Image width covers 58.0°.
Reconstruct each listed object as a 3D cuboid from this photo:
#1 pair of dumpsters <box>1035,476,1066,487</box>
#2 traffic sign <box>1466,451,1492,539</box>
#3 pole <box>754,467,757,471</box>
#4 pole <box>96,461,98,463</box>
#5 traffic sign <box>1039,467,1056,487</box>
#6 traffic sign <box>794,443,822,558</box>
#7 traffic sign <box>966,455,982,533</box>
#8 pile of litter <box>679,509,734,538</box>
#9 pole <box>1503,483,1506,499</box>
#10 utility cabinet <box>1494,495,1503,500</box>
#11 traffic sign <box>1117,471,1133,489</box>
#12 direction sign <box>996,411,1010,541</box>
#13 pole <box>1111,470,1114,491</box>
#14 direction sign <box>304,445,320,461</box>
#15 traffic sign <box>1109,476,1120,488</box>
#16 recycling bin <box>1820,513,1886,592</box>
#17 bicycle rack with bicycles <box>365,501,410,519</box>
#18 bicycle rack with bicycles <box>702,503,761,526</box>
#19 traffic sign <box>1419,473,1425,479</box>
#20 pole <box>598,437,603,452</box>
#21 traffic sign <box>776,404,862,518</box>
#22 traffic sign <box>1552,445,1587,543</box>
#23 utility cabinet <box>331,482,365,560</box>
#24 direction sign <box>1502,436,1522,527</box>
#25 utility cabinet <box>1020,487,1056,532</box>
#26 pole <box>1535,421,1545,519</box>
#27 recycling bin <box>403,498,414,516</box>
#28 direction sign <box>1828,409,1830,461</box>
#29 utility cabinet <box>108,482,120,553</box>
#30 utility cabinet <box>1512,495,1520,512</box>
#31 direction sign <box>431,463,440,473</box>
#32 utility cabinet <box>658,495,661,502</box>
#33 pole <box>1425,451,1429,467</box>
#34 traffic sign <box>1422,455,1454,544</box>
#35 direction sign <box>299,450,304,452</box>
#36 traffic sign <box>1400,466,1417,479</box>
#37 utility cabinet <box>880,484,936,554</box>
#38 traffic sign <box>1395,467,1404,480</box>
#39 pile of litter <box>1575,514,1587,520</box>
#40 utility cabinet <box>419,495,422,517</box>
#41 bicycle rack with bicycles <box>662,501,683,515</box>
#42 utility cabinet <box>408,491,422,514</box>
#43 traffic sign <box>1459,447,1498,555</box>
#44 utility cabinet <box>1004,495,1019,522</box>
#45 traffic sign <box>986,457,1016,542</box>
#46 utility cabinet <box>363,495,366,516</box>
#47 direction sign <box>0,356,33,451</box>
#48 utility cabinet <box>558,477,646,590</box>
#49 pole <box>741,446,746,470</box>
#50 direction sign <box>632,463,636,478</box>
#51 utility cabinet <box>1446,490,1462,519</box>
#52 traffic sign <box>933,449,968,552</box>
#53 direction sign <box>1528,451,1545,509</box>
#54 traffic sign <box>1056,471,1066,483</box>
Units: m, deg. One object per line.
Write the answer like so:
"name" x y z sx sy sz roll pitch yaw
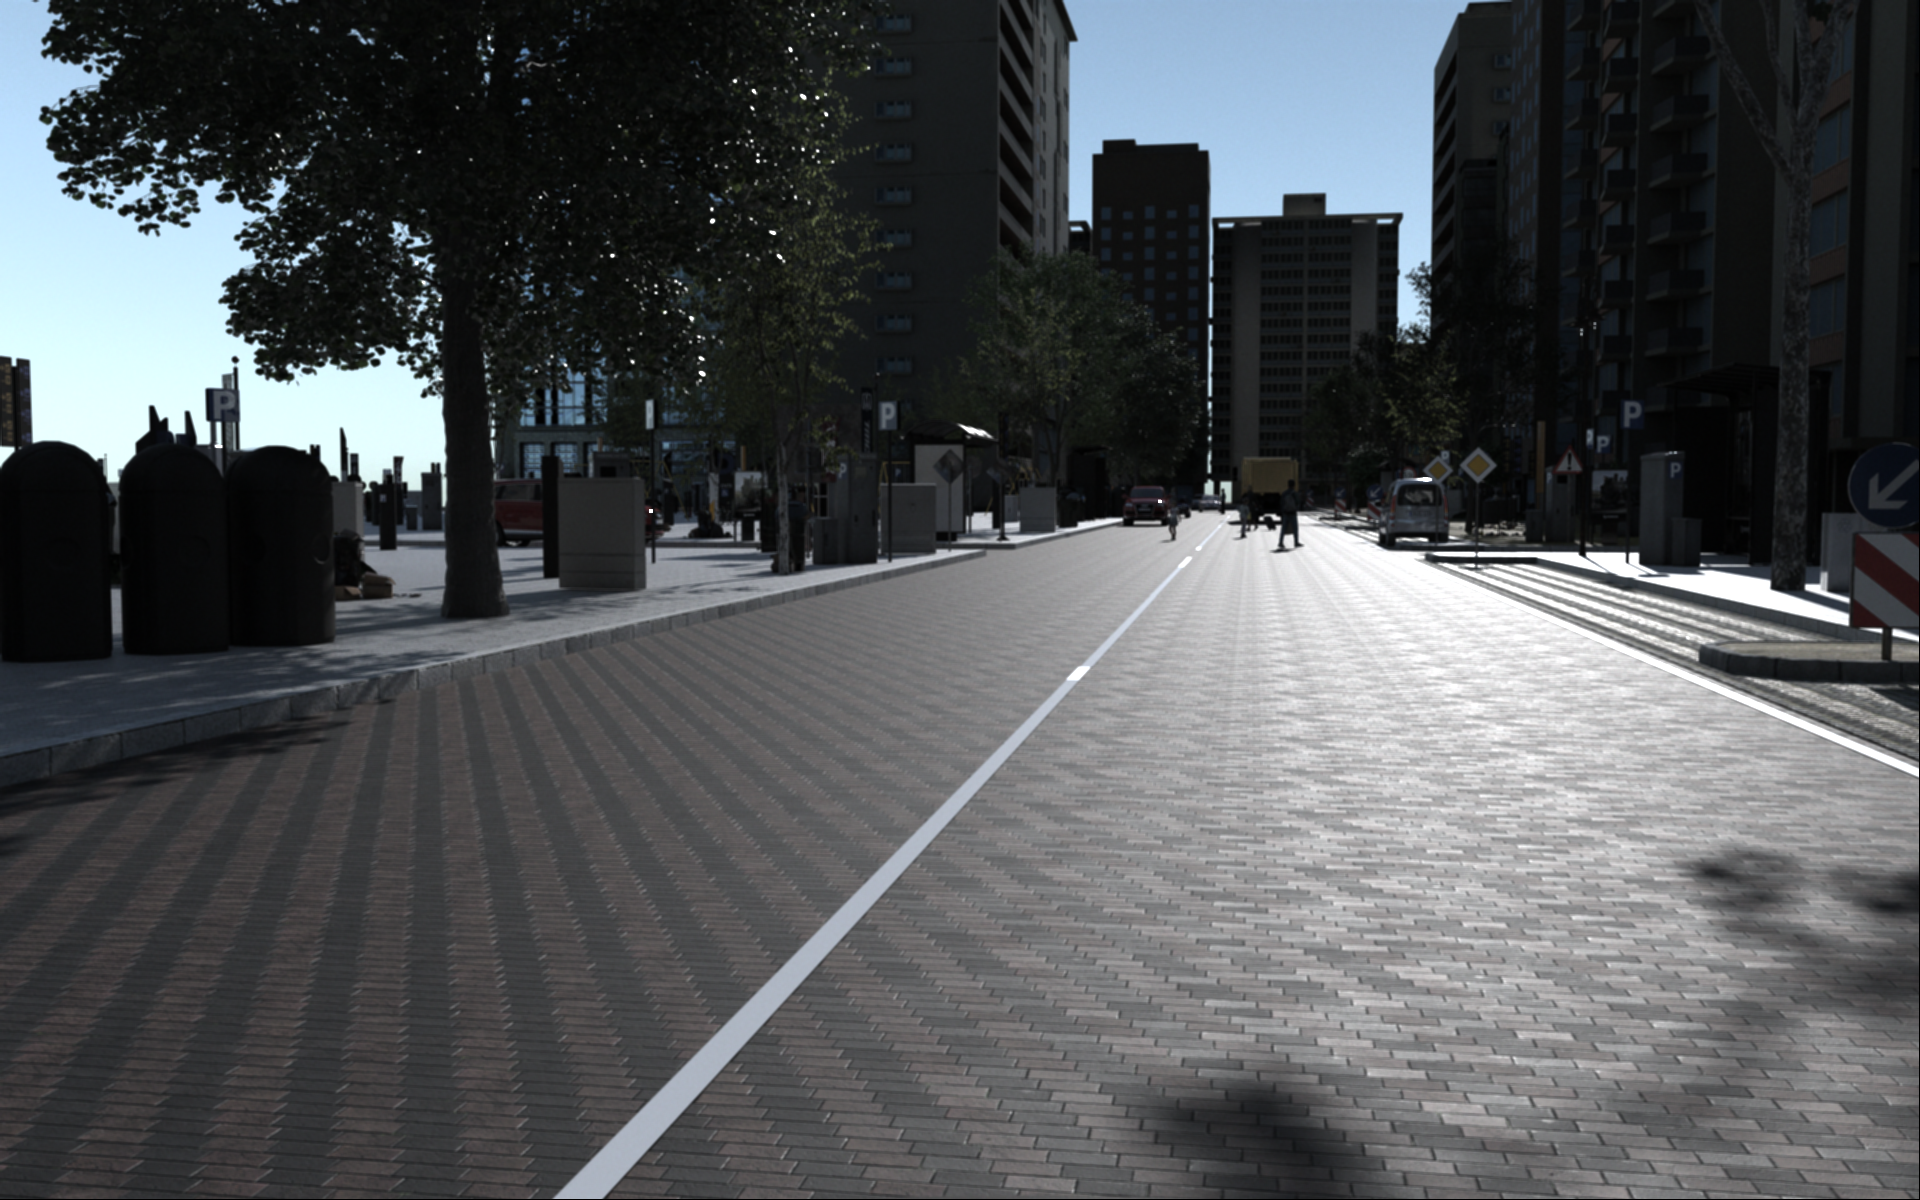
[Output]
"pair of dumpsters" 4.704 -5.358 90.099 1.574 2.255 4.437 1 4 10
"traffic sign" 14.919 -3.045 49.890 0.768 2.556 0.104 1 4 16
"pole" -14.597 -7.953 123.866 0.158 3.312 0.155 0 3 0
"pole" -53.231 -6.907 106.774 0.158 3.312 0.155 0 3 0
"traffic sign" 4.143 -5.009 81.908 0.884 2.594 0.081 1 4 17
"traffic sign" -3.032 -1.983 34.555 0.606 2.300 0.079 1 4 16
"traffic sign" 0.329 -3.479 56.987 0.768 2.556 0.104 1 4 19
"pile of litter" -7.420 -2.237 50.544 1.719 0.858 1.176 1 4 22
"pole" 34.835 -7.150 110.746 0.158 3.312 0.155 0 3 0
"utility cabinet" 34.939 -6.180 112.198 1.020 1.237 0.306 -3 5 -44
"traffic sign" 9.270 -5.960 97.444 0.884 2.594 0.081 1 4 16
"direction sign" 1.196 -3.417 47.868 0.379 3.537 0.876 1 4 17
"pole" 10.655 -7.771 120.892 0.158 3.312 0.155 0 3 0
"direction sign" -29.606 -5.359 79.611 0.379 3.537 0.876 0 4 7
"traffic sign" 10.706 -7.333 120.003 0.768 2.556 0.104 1 4 12
"recycling bin" 11.817 -0.631 22.870 0.722 1.027 0.722 1 4 18
"bicycle rack with bicycles" -29.186 -4.582 88.293 2.852 0.926 2.925 0 4 4
"bicycle rack with bicycles" -9.402 -3.558 71.558 2.852 0.926 2.925 -1 4 -17
"traffic sign" 26.654 -6.094 99.636 0.884 2.594 0.081 1 4 18
"pole" -12.965 -4.199 62.495 0.158 3.312 0.155 0 3 0
"traffic sign" -3.125 -2.784 39.390 2.265 3.308 0.079 1 4 17
"traffic sign" 15.976 -2.780 45.451 0.884 2.594 0.081 1 4 15
"utility cabinet" -11.254 -1.360 30.911 1.173 1.500 0.318 1 4 8
"direction sign" 21.479 -4.615 67.446 0.379 3.537 0.876 -2 4 -35
"utility cabinet" 2.576 -2.963 57.126 1.173 1.500 0.318 1 4 10
"pole" 16.238 -3.341 48.471 0.158 3.312 0.155 0 3 0
"recycling bin" -33.181 -5.576 103.723 0.722 1.027 0.722 2 4 34
"direction sign" 23.189 -3.326 46.379 0.379 3.537 0.876 1 4 22
"utility cabinet" -15.807 -1.477 32.830 0.318 1.500 1.173 -3 5 -40
"utility cabinet" 34.266 -5.855 106.895 0.306 1.237 1.020 0 4 2
"direction sign" -37.939 -8.160 125.420 0.379 3.537 0.876 2 4 27
"utility cabinet" -17.880 -5.527 101.531 0.306 1.237 1.020 -3 4 -38
"pole" 21.927 -5.352 81.344 0.158 3.312 0.155 0 3 0
"traffic sign" 12.280 -2.503 44.563 0.795 2.450 0.064 1 4 9
"direction sign" -33.567 -5.952 89.312 0.876 3.537 0.379 -2 4 -23
"traffic sign" 20.670 -4.881 79.910 0.768 2.556 0.104 1 4 13
"utility cabinet" -1.104 -1.717 36.749 1.173 1.500 0.318 0 4 -6
"traffic sign" 20.768 -4.955 81.127 0.768 2.556 0.104 1 4 15
"pile of litter" 31.279 -4.412 86.101 1.719 0.858 1.176 -1 4 -15
"utility cabinet" -30.368 -5.368 98.924 1.020 1.237 0.306 -1 4 -14
"bicycle rack with bicycles" -18.438 -5.808 108.339 2.852 0.926 2.925 -1 4 -14
"utility cabinet" -34.739 -6.240 110.703 1.173 1.500 0.318 0 4 -7
"traffic sign" 10.959 -2.021 36.687 0.795 2.450 0.064 1 4 9
"utility cabinet" 2.263 -4.172 79.372 0.306 1.237 1.020 -2 4 -35
"traffic sign" 1.095 -2.618 46.453 0.795 2.450 0.064 1 4 9
"utility cabinet" -40.036 -6.421 116.143 1.020 1.237 0.306 0 4 -7
"direction sign" -15.697 -2.254 28.843 0.379 3.537 0.876 0 4 2
"utility cabinet" -4.776 -0.884 23.125 1.173 1.500 0.318 1 4 22
"pole" -9.138 -4.851 73.153 0.158 3.312 0.155 0 3 0
"direction sign" -23.644 -8.177 125.687 0.379 3.537 0.876 -2 4 -26
"utility cabinet" 25.115 -4.900 88.794 1.173 1.500 0.318 3 5 40
"traffic sign" -0.226 -2.137 38.577 0.795 2.450 0.064 1 4 9
"direction sign" 30.066 -6.018 90.398 0.379 3.537 0.876 -3 5 -44
"traffic sign" 5.615 -5.964 97.614 0.768 2.556 0.104 1 4 15
